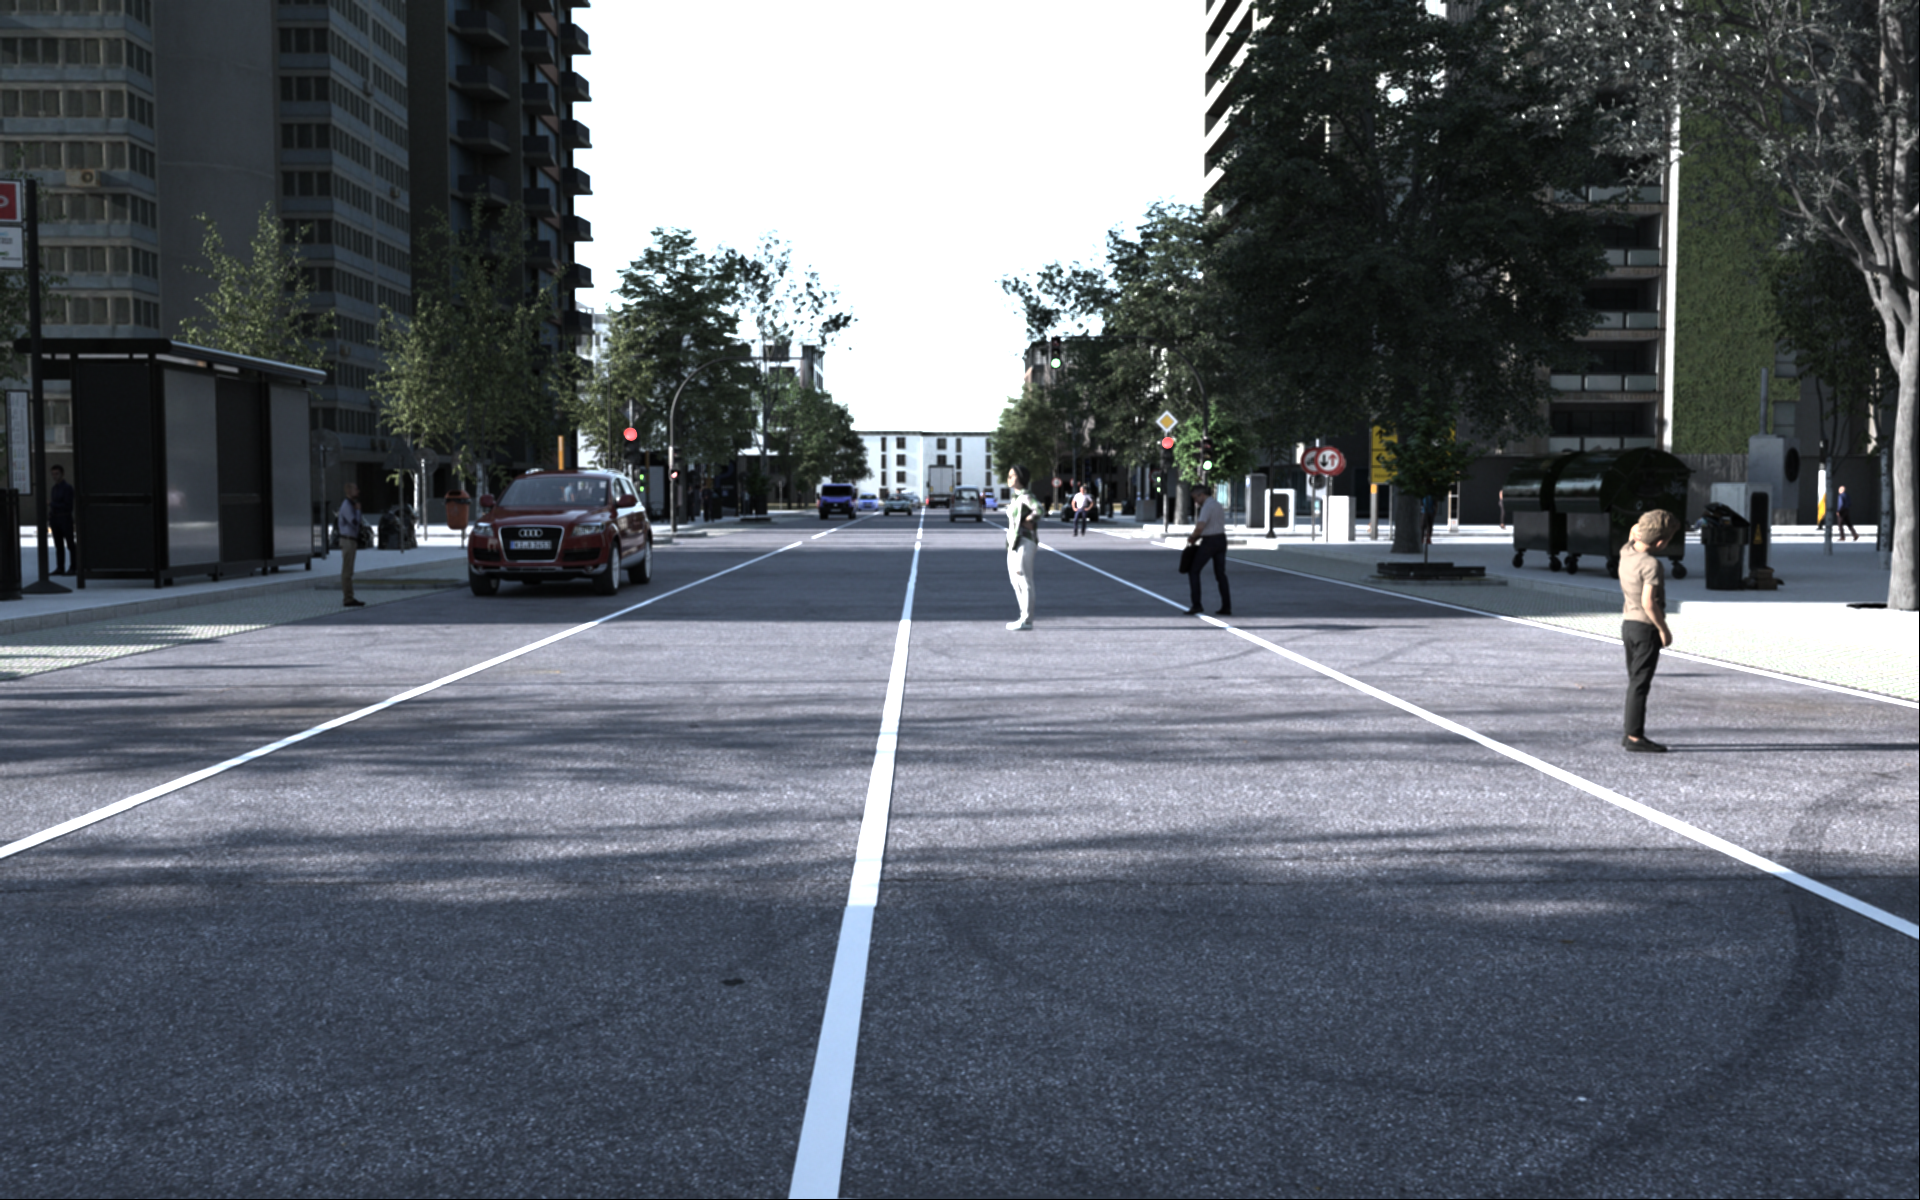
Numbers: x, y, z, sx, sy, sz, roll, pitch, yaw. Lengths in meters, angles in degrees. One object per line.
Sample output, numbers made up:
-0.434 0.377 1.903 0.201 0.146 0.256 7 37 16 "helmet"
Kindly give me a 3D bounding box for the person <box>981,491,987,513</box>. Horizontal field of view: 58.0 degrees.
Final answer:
1.752 -7.203 127.722 0.517 1.644 0.566 2 4 32 "person"

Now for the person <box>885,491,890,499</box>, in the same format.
-7.869 -10.918 187.449 0.683 1.767 0.568 -1 4 -17 "person"

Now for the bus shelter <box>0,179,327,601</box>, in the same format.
-11.656 -2.882 24.750 2.179 5.291 8.768 0 4 -1 "bus shelter"

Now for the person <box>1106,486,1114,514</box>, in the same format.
9.489 -6.317 109.769 0.568 1.767 0.683 -2 4 -34 "person"

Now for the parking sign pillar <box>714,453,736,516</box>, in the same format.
-13.537 -6.811 99.834 1.447 3.967 1.447 0 4 -3 "parking sign pillar"

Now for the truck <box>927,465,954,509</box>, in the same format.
-1.905 -11.253 172.893 2.839 4.237 11.283 0 4 -1 "truck"

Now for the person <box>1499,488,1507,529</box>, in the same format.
19.997 -3.425 63.506 0.415 1.643 0.593 -1 4 -11 "person"

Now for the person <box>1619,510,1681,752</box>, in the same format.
3.836 0.167 9.684 0.340 1.345 0.435 -1 4 -18 "person"

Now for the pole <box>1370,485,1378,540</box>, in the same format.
11.600 -3.339 48.439 0.158 3.312 0.155 0 3 0 "pole"

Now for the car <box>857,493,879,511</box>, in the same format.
-7.810 -8.413 147.135 1.945 1.707 3.694 0 4 -3 "car"

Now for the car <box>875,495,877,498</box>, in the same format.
-9.421 -10.420 180.159 2.009 1.686 4.222 0 4 -1 "car"

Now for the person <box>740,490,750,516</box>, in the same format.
-12.580 -5.827 102.029 0.841 1.734 0.376 0 4 7 "person"

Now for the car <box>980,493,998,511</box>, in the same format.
2.300 -8.516 148.829 1.945 1.707 3.694 0 4 -2 "car"

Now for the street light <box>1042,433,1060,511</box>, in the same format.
6.928 -9.766 132.217 1.470 5.913 1.316 0 4 -1 "street light"

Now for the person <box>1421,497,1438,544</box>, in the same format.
12.010 -2.252 44.731 0.647 1.594 0.662 1 4 15 "person"

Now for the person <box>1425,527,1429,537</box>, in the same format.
15.071 -2.789 55.975 0.662 1.594 0.647 0 4 3 "person"

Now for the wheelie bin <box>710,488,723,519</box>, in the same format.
-12.508 -4.934 88.584 0.693 1.594 0.980 -1 4 -18 "wheelie bin"

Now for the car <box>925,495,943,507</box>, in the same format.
-2.847 -11.321 194.143 2.155 1.783 4.494 0 3 0 "car"

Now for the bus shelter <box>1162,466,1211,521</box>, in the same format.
10.619 -5.346 81.338 2.014 3.302 5.546 0 4 -1 "bus shelter"

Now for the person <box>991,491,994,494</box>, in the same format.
3.308 -10.471 180.370 0.621 1.740 0.551 -1 4 -21 "person"

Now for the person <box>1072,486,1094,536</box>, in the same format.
4.155 -3.035 59.068 0.756 1.711 0.436 2 4 27 "person"

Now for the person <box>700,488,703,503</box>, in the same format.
-18.329 -7.052 122.281 0.756 1.711 0.436 -3 5 -41 "person"

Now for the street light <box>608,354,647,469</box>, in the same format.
-11.087 -5.199 57.552 1.470 5.913 1.316 0 4 -1 "street light"

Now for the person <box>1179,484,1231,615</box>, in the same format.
2.913 -0.602 20.548 0.590 1.554 0.614 2 4 30 "person"

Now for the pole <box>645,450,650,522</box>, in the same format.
-14.530 -5.302 80.532 0.158 3.312 0.155 0 3 0 "pole"

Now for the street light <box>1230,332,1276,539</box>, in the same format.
8.447 -4.728 49.848 1.470 5.913 1.316 0 4 -1 "street light"

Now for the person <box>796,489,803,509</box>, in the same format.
-14.181 -8.929 152.831 0.445 1.727 0.742 1 4 12 "person"

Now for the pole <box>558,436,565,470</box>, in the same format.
-13.963 -4.092 60.754 0.158 3.312 0.155 0 3 0 "pole"

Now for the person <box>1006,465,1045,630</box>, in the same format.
0.676 -0.556 18.315 0.376 1.734 0.841 0 4 -3 "person"

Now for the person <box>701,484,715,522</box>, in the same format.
-11.638 -4.484 79.798 0.683 1.767 0.568 0 4 7 "person"

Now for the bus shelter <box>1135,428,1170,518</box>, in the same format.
10.428 -6.998 92.054 2.179 5.291 8.768 0 4 -1 "bus shelter"

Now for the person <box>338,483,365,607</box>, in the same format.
-7.742 -0.704 22.071 0.319 1.574 0.516 -1 4 -10 "person"

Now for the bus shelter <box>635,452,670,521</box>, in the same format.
-14.980 -5.606 85.579 2.014 3.302 5.546 0 4 -1 "bus shelter"

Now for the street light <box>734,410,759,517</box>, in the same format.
-11.822 -7.540 95.824 1.470 5.913 1.316 0 4 -1 "street light"

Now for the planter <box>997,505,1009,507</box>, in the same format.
4.374 -10.133 186.813 1.991 0.319 1.994 0 4 -1 "planter"

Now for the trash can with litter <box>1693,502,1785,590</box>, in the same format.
10.464 -0.727 23.266 1.055 1.170 0.624 -1 4 -9 "trash can with litter"

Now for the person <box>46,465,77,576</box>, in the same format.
-14.166 -1.250 27.185 0.576 1.737 0.504 1 4 21 "person"

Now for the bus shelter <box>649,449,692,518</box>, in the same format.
-15.287 -6.136 91.598 1.731 3.624 6.357 0 4 -1 "bus shelter"

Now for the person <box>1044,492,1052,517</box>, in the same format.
5.417 -5.865 106.668 0.482 1.546 0.388 0 4 7 "person"

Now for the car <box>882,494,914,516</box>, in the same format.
-4.162 -6.402 116.466 2.131 1.459 4.920 0 4 0 "car"

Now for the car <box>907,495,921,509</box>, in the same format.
-4.833 -9.694 170.864 2.083 1.381 4.827 0 4 0 "car"

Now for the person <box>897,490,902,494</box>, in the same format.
-4.645 -7.524 131.958 0.683 1.767 0.568 2 4 27 "person"

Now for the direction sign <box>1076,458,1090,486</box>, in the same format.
7.808 -7.224 110.107 0.876 3.537 0.379 0 4 4 "direction sign"

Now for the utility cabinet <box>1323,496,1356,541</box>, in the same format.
10.399 -2.220 47.456 0.306 1.237 1.020 -2 4 -29 "utility cabinet"

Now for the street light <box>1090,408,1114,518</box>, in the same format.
7.599 -7.402 93.558 1.470 5.913 1.316 0 4 -1 "street light"

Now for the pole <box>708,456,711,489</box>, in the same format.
-13.256 -5.975 91.538 0.158 3.312 0.155 0 3 0 "pole"

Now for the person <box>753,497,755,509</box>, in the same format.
-18.005 -8.908 151.673 0.705 1.826 1.348 2 4 29 "person"

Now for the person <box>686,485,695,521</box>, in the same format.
-12.815 -4.553 81.283 0.742 1.727 0.445 -2 4 -23 "person"

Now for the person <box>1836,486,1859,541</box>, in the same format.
24.231 -2.369 47.469 0.574 1.496 0.600 0 4 -2 "person"

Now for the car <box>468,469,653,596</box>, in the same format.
-5.928 -1.069 26.143 2.281 1.827 5.304 0 4 -2 "car"

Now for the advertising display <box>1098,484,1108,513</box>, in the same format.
9.267 -6.529 111.968 0.123 1.923 0.974 -2 4 -29 "advertising display"

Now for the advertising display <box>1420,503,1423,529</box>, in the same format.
15.105 -3.178 57.177 0.974 1.923 0.123 -1 4 -19 "advertising display"

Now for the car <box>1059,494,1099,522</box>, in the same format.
6.112 -4.815 88.505 2.009 1.686 4.222 0 4 0 "car"
